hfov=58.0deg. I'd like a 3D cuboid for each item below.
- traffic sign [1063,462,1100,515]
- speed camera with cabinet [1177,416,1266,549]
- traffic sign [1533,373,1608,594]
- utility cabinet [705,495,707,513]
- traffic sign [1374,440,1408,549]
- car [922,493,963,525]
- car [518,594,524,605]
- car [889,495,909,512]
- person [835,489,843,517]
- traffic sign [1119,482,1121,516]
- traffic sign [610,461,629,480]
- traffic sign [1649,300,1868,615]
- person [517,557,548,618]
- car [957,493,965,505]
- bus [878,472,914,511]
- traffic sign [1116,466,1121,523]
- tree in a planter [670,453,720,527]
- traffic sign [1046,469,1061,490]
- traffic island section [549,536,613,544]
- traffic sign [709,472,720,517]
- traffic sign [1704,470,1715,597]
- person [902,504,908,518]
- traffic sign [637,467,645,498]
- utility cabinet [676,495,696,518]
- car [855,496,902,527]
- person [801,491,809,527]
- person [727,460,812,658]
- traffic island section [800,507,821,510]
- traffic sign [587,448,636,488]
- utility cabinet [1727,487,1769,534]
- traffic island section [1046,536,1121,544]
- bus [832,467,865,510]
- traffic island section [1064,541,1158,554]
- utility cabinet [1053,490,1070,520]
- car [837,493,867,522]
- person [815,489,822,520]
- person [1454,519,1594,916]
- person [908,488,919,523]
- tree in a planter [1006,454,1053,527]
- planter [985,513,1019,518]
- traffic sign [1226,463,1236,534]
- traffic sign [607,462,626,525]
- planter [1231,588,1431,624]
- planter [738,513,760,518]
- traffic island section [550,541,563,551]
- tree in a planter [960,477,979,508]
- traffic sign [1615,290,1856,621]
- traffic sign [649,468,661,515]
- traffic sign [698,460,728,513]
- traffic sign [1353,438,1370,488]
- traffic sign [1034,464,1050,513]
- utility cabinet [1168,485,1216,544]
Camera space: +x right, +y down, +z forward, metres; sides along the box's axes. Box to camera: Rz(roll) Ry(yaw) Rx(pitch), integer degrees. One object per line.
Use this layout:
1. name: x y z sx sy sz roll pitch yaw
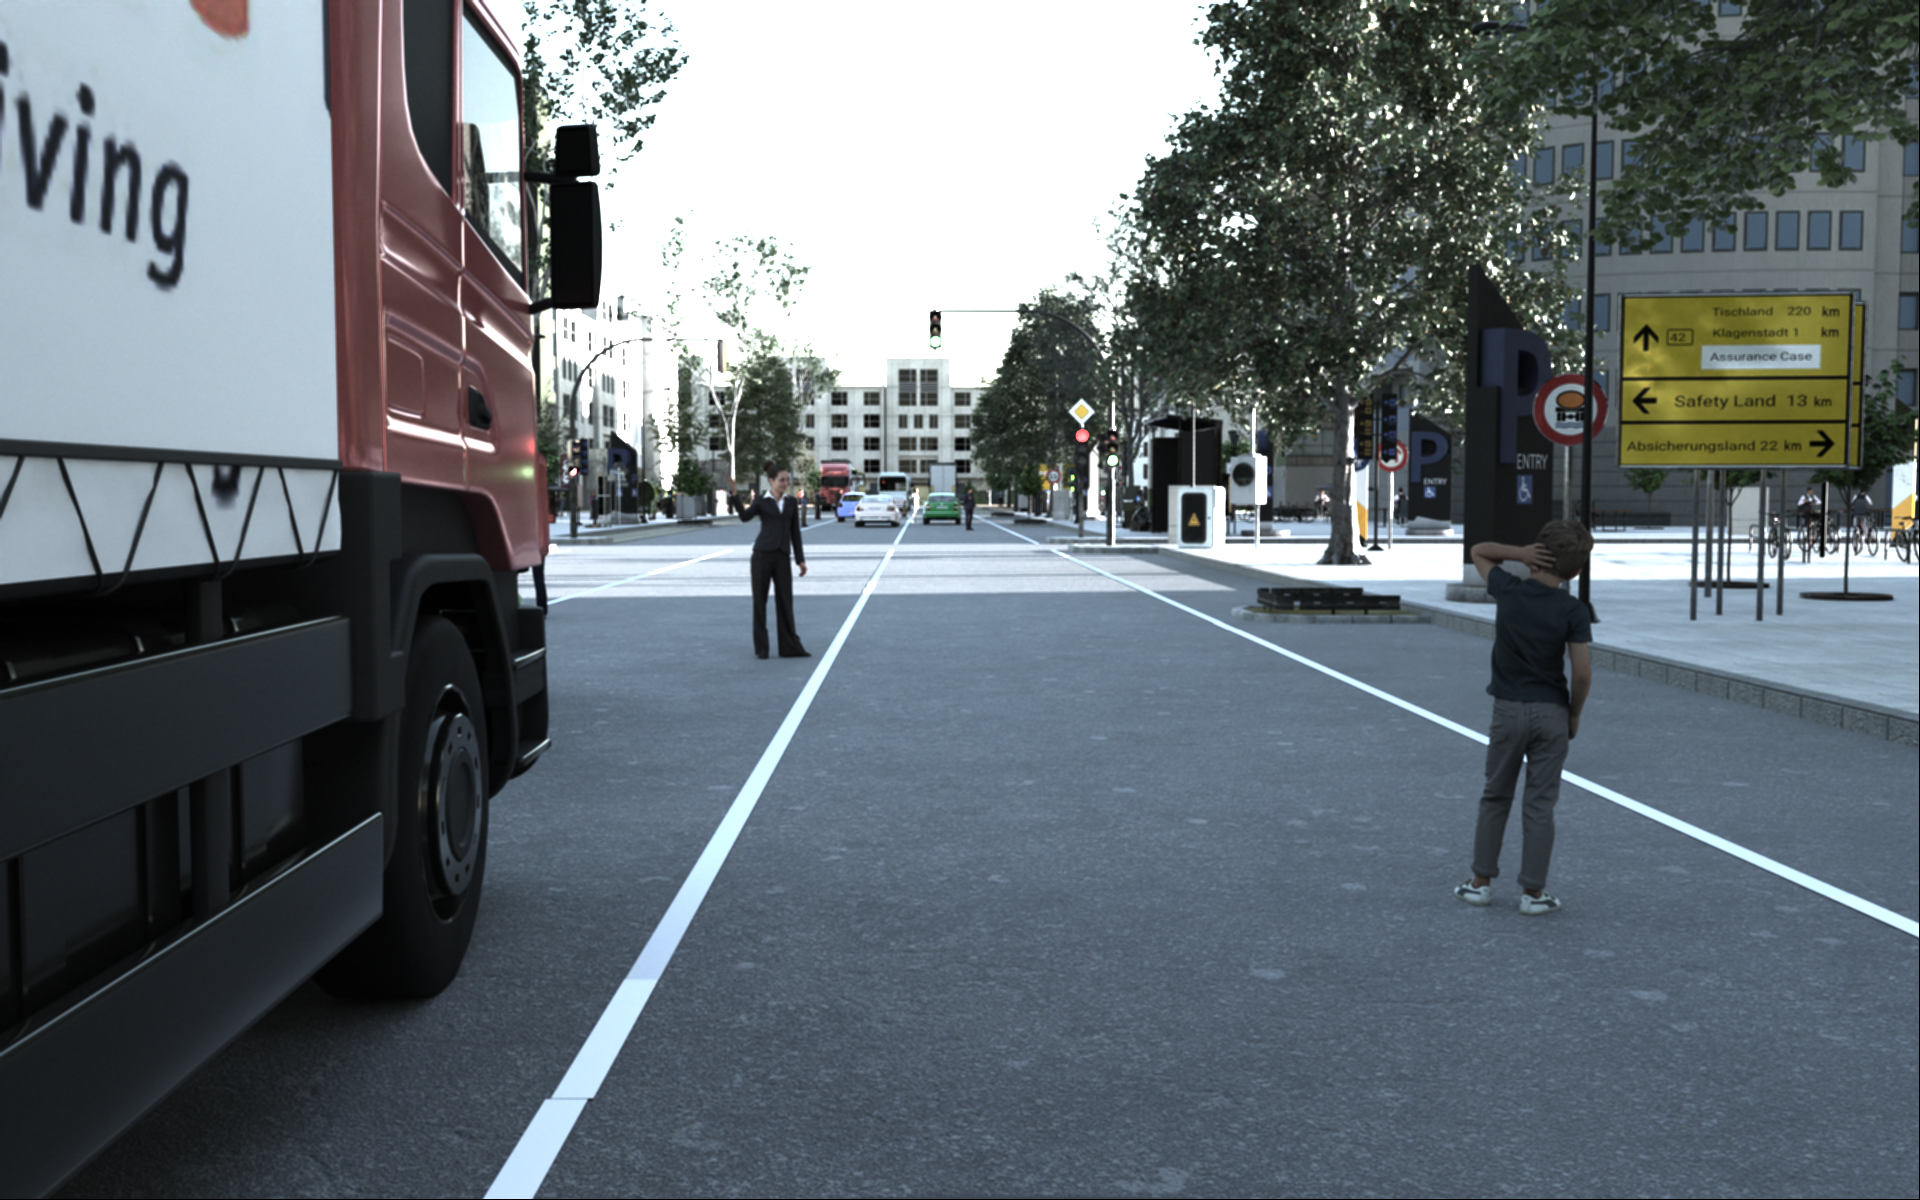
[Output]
1. traffic sign: 7.434 -6.876 106.289 2.265 3.308 0.079 0 4 5
2. speed camera with cabinet: 6.118 -2.827 40.563 2.038 3.252 0.660 2 4 35
3. traffic sign: 6.415 -1.112 18.280 0.768 2.556 0.104 0 4 6
4. utility cabinet: -17.135 -6.725 118.631 0.318 1.500 1.173 1 4 10
5. traffic sign: 9.964 -2.444 40.073 0.768 2.556 0.104 0 4 8
6. car: -0.842 -4.511 82.554 1.959 1.807 4.718 0 3 0
7. car: -3.813 -0.076 10.039 1.959 1.807 4.718 0 3 0
8. car: -5.197 -7.874 141.101 2.083 1.381 4.827 0 4 -3
9. person: -7.462 -5.999 107.265 0.565 1.739 0.600 0 4 2
10. traffic sign: 9.147 -6.049 99.003 0.768 2.556 0.104 0 4 2
11. traffic sign: -13.535 -4.222 68.761 0.795 2.593 0.064 0 4 6
12. traffic sign: 8.390 -1.494 18.300 2.265 3.308 0.079 0 4 0
13. person: -5.024 -0.556 19.797 0.590 1.554 0.614 3 4 37
14. car: 0.381 -11.381 195.860 2.009 1.686 4.222 0 4 0
15. bus: -5.683 -9.677 153.073 2.948 3.499 13.247 0 3 0
16. traffic sign: 7.042 -4.739 77.596 0.768 2.556 0.104 0 4 6
17. tree in a planter: -11.489 -4.771 75.232 1.991 3.239 1.994 0 4 -1
18. traffic sign: 4.670 -5.283 86.475 0.768 2.556 0.104 0 4 6
19. traffic island section: -11.315 -1.737 50.675 2.009 0.180 2.903 0 4 -1
20. traffic sign: -14.074 -6.035 98.780 0.768 2.556 0.104 0 4 3
21. traffic sign: 9.313 -1.308 21.489 0.768 2.556 0.104 0 4 2
22. person: -3.370 -5.436 105.308 0.347 0.859 0.695 0 4 0
23. traffic sign: -15.092 -4.946 80.972 0.768 2.556 0.104 0 4 5
24. utility cabinet: -14.687 -4.989 92.737 1.020 1.237 0.306 0 4 -4
25. car: -3.637 -3.920 76.446 2.083 1.381 4.827 0 3 0
26. person: -6.804 -4.003 76.010 0.319 1.574 0.516 1 4 20
27. person: -1.663 -0.349 15.006 0.445 1.727 0.742 2 4 31
28. traffic island section: -13.064 -7.927 152.467 1.991 0.108 1.994 0 4 -1
29. traffic sign: -15.577 -5.107 77.373 2.265 3.308 0.079 0 4 6
30. utility cabinet: 24.679 -2.788 54.265 1.173 1.500 0.318 0 4 -5
31. traffic island section: 3.583 -1.755 50.973 2.009 0.180 2.903 0 4 -1
32. bus: -10.354 -10.280 159.624 2.896 3.916 12.252 0 4 0
33. traffic island section: 3.746 -1.267 42.990 2.009 0.180 2.903 0 4 -1
34. utility cabinet: 4.948 -4.649 84.683 0.318 1.500 1.173 -2 4 -25
35. car: -5.421 -4.899 89.683 1.945 1.707 3.694 0 4 -1
36. person: -7.894 -5.373 97.149 0.445 1.727 0.742 -1 4 -17
37. person: 1.942 0.393 5.981 0.435 1.345 0.340 1 4 17
38. person: -2.256 -4.676 85.674 0.376 1.734 0.841 2 4 33
39. tree in a planter: 3.060 -4.847 76.478 1.991 3.239 1.994 0 4 -1
40. planter: 2.512 -5.038 103.505 1.991 0.319 1.994 0 4 -1
41. traffic sign: 8.902 -3.300 56.078 0.606 2.300 0.079 0 4 7
42. traffic sign: -14.098 -4.339 70.943 0.884 2.594 0.081 0 4 7
43. planter: 4.204 0.061 20.136 1.991 0.319 1.994 0 4 -1
44. planter: -12.047 -4.970 102.401 1.991 0.319 1.994 0 4 -1
45. traffic island section: -11.152 -1.248 42.692 2.009 0.180 2.903 0 4 -1
46. tree in a planter: 0.941 -11.188 180.144 1.991 3.239 1.994 0 4 -1
47. traffic sign: 7.784 -1.444 17.486 2.265 3.308 0.079 0 4 6
48. traffic sign: -15.384 -5.297 86.617 0.884 2.594 0.081 0 4 4
49. traffic sign: -15.144 -6.783 104.767 2.265 3.308 0.079 0 4 8
50. traffic sign: 9.013 -2.421 39.694 0.768 2.556 0.104 0 4 1
51. traffic sign: 5.271 -7.429 115.337 2.265 3.308 0.079 1 4 8
52. utility cabinet: 5.847 -2.141 43.682 1.173 1.500 0.318 1 4 10
